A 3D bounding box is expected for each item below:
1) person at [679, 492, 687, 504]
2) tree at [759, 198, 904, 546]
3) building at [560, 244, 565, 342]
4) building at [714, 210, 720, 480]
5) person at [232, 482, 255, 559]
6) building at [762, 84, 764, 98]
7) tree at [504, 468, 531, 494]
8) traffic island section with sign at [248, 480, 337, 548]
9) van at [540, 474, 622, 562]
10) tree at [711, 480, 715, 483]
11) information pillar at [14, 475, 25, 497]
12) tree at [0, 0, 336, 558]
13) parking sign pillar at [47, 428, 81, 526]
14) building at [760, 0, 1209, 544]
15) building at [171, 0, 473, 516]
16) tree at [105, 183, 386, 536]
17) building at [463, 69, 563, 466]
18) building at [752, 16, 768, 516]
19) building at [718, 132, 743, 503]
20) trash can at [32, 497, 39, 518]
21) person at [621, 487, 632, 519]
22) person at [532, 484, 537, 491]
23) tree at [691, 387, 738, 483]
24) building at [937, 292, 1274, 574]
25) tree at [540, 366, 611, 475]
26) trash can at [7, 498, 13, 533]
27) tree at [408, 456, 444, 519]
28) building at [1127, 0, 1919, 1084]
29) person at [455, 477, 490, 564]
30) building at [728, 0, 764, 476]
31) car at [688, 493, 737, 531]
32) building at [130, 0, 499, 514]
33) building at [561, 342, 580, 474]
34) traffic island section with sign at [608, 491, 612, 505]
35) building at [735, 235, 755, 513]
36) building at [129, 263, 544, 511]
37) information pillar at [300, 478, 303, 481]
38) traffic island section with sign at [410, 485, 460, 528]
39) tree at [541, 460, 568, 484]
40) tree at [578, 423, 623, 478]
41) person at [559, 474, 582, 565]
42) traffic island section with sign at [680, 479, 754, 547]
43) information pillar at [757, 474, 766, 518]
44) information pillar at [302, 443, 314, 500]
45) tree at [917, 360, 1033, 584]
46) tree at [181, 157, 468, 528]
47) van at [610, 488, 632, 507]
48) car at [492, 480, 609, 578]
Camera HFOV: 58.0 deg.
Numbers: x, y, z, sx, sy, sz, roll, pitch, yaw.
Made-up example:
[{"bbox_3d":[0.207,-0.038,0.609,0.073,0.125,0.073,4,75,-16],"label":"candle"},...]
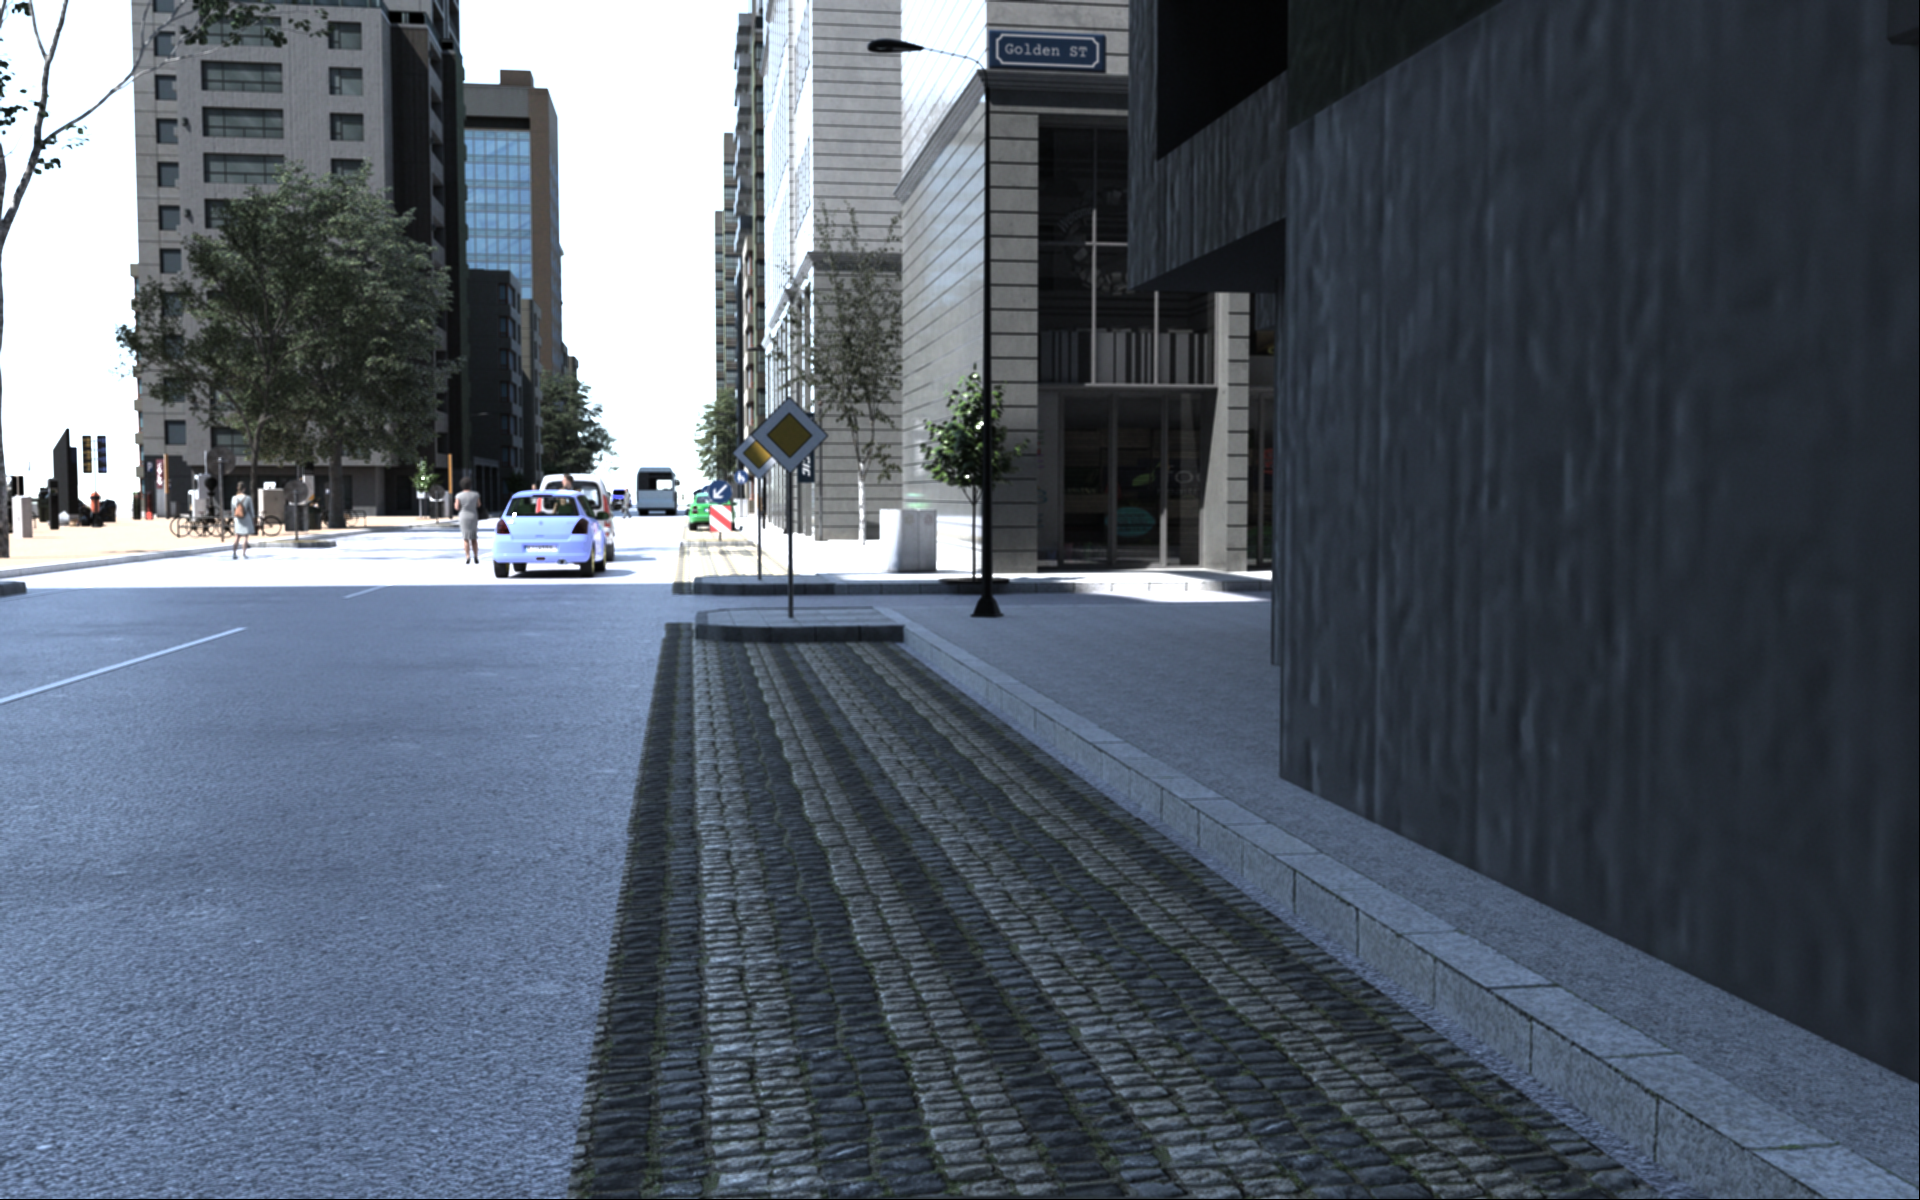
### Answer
[{"bbox_3d":[-38.265,-14.076,239.353,1.217,1.735,0.721,0,4,8],"label":"person"},{"bbox_3d":[-2.562,-5.645,42.655,4.360,8.622,3.978,0,3,0],"label":"tree"},{"bbox_3d":[-66.589,-33.147,233.828,32.217,40.220,23.993,-1,4,-9],"label":"building"},{"bbox_3d":[-28.569,-34.764,251.981,14.154,41.232,14.086,-1,4,-9],"label":"building"},{"bbox_3d":[-15.792,-1.749,38.105,0.512,1.701,0.522,-1,4,-9],"label":"person"},{"bbox_3d":[-2.548,-18.113,89.654,14.314,27.812,24.014,-1,4,-9],"label":"building"},{"bbox_3d":[-33.016,-8.297,130.263,1.663,3.219,1.824,0,3,0],"label":"tree"},{"bbox_3d":[-17.982,-2.333,46.777,1.989,1.847,2.006,-1,4,-9],"label":"traffic island section with sign"},{"bbox_3d":[-8.433,-1.895,37.992,2.013,2.044,4.112,-1,4,-11],"label":"van"},{"bbox_3d":[-30.963,-13.626,217.390,1.663,3.219,1.824,0,3,0],"label":"tree"},{"bbox_3d":[-36.749,-3.861,67.617,0.304,2.012,0.304,1,4,18],"label":"information pillar"},{"bbox_3d":[-19.476,-10.988,35.535,12.611,20.169,13.585,0,3,0],"label":"tree"},{"bbox_3d":[-36.638,-5.044,70.937,1.447,3.967,1.447,3,4,38],"label":"parking sign pillar"},{"bbox_3d":[-1.002,-17.433,62.519,11.434,29.767,29.804,-1,4,-9],"label":"building"},{"bbox_3d":[-37.584,-20.321,103.948,14.160,30.474,14.107,-1,4,-9],"label":"building"},{"bbox_3d":[-21.798,-7.247,52.905,8.767,10.594,7.601,-1,4,-13],"label":"tree"},{"bbox_3d":[-50.583,-32.815,186.639,14.600,45.320,14.200,-1,4,-9],"label":"building"},{"bbox_3d":[-6.134,-20.682,109.846,14.160,30.474,14.107,-1,4,-9],"label":"building"},{"bbox_3d":[-20.143,-31.556,199.541,14.154,41.232,14.086,-1,4,-9],"label":"building"},{"bbox_3d":[-49.386,-4.943,92.467,0.748,1.137,0.748,0,3,0],"label":"trash can"},{"bbox_3d":[-19.142,-5.546,99.279,0.767,1.812,0.694,-2,4,-33],"label":"person"},{"bbox_3d":[-15.499,-3.340,63.201,0.635,1.810,0.391,2,4,32],"label":"person"},{"bbox_3d":[-24.979,-16.229,183.473,7.486,12.596,7.792,0,3,0],"label":"tree"},{"bbox_3d":[14.124,-15.716,34.453,29.804,29.767,11.434,-1,4,-9],"label":"building"},{"bbox_3d":[-39.975,-16.277,172.777,9.857,13.997,8.962,0,3,0],"label":"tree"},{"bbox_3d":[-31.119,-2.751,56.626,0.748,1.137,0.748,0,3,0],"label":"trash can"},{"bbox_3d":[-27.087,-5.698,87.769,1.663,3.219,1.824,0,3,0],"label":"tree"},{"bbox_3d":[8.057,-14.579,10.065,14.160,30.474,14.107,-1,4,-9],"label":"building"},{"bbox_3d":[-10.018,-1.631,35.520,0.716,1.782,0.532,-2,4,-30],"label":"person"},{"bbox_3d":[-9.525,-33.105,160.875,23.786,49.044,30.456,-1,4,-9],"label":"building"},{"bbox_3d":[-9.801,-3.655,68.554,1.959,1.807,4.718,0,4,-8],"label":"car"},{"bbox_3d":[-43.447,-41.690,119.880,20.563,71.187,20.611,-1,4,-9],"label":"building"},{"bbox_3d":[-60.772,-22.232,208.531,27.650,21.520,28.899,-1,4,-9],"label":"building"},{"bbox_3d":[-46.855,-13.613,231.195,1.989,1.847,2.006,-1,4,-9],"label":"traffic island section with sign"},{"bbox_3d":[-2.817,-17.573,132.360,27.650,21.520,28.899,-1,4,-9],"label":"building"},{"bbox_3d":[-50.600,-18.417,146.157,27.650,21.520,28.899,-1,4,-9],"label":"building"},{"bbox_3d":[-30.731,-4.691,81.183,0.304,2.012,0.304,-1,4,-13],"label":"information pillar"},{"bbox_3d":[-22.156,-3.962,73.408,1.989,1.847,2.006,-1,4,-9],"label":"traffic island section with sign"},{"bbox_3d":[-38.832,-11.116,165.464,4.285,4.588,4.351,0,3,0],"label":"tree"},{"bbox_3d":[-53.633,-20.186,255.797,9.928,11.665,9.643,0,3,0],"label":"tree"},{"bbox_3d":[-7.994,-1.642,35.251,0.656,1.842,0.836,-2,4,-32],"label":"person"},{"bbox_3d":[-6.744,-2.398,47.843,1.989,1.847,2.006,-1,4,-9],"label":"traffic island section with sign"},{"bbox_3d":[-10.447,-6.107,91.207,0.504,3.616,0.183,0,4,4],"label":"information pillar"},{"bbox_3d":[-28.746,-5.201,76.397,0.183,3.616,0.504,3,5,40],"label":"information pillar"},{"bbox_3d":[0.317,-1.867,25.126,1.663,3.219,1.824,0,3,0],"label":"tree"},{"bbox_3d":[-23.474,-9.656,64.530,9.857,13.997,8.962,0,3,0],"label":"tree"},{"bbox_3d":[-36.188,-11.061,185.225,2.240,2.365,5.245,0,4,-7],"label":"van"},{"bbox_3d":[-7.287,-1.308,30.970,1.945,1.707,3.694,0,4,-7],"label":"car"}]
